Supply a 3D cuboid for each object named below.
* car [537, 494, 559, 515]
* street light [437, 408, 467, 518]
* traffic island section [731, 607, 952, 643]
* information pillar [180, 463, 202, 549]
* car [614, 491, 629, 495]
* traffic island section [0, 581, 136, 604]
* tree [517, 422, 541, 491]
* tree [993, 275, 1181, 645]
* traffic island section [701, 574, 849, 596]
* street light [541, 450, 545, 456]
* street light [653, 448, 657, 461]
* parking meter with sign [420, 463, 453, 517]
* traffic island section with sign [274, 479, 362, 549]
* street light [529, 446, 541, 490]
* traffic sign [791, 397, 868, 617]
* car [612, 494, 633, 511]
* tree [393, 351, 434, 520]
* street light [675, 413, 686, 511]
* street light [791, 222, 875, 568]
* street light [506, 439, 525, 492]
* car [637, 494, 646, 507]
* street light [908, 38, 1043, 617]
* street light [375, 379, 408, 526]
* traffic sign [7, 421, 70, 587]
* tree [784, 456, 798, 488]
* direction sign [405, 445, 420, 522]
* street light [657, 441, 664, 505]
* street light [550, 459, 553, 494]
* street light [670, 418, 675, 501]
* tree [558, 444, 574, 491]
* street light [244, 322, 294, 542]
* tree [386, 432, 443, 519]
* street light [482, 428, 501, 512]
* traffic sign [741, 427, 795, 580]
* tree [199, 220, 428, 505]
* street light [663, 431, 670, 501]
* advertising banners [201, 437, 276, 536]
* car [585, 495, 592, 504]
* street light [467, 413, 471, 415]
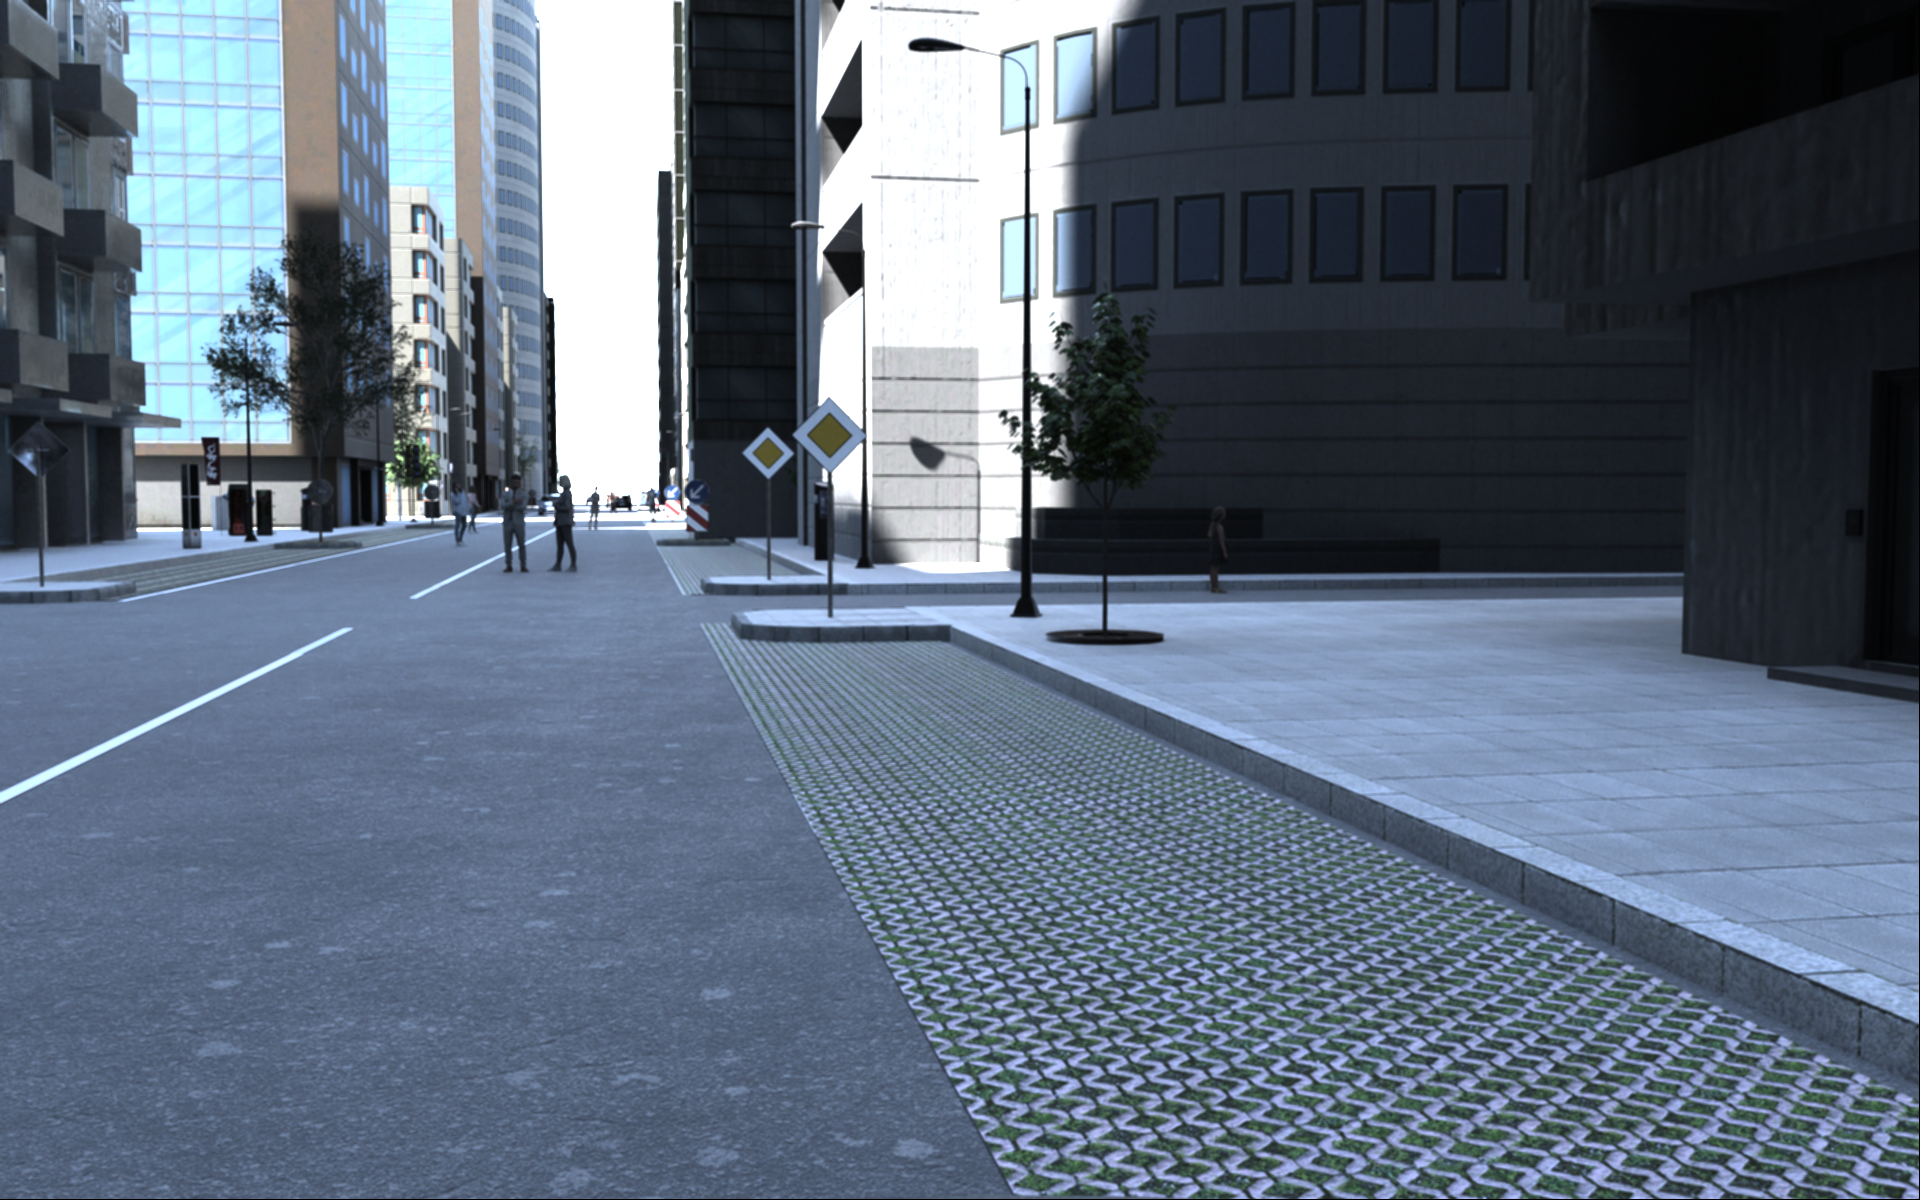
[{"bbox_3d":[-27.987,-6.534,118.828,2.014,1.417,4.499,-1,4,-11],"label":"car"},{"bbox_3d":[-27.680,-7.412,93.724,1.470,5.913,1.316,-1,4,-11],"label":"street light"},{"bbox_3d":[-1.331,0.258,18.056,2.009,0.180,2.903,-1,4,-11],"label":"traffic island section"},{"bbox_3d":[-18.138,-2.224,40.852,0.304,2.012,0.304,2,4,32],"label":"information pillar"},{"bbox_3d":[-40.991,-12.226,208.575,2.281,1.827,5.304,-1,4,-12],"label":"car"},{"bbox_3d":[-12.746,-0.106,24.011,2.009,0.180,2.903,-1,4,-11],"label":"traffic island section"},{"bbox_3d":[-43.723,-13.527,171.527,4.360,8.622,3.978,0,3,0],"label":"tree"},{"bbox_3d":[1.366,-1.262,15.239,1.663,3.219,1.824,0,3,0],"label":"tree"},{"bbox_3d":[-2.834,-0.221,25.899,2.009,0.180,2.903,-1,4,-11],"label":"traffic island section"},{"bbox_3d":[-44.188,-12.711,180.360,1.470,5.913,1.316,-1,4,-11],"label":"street light"},{"bbox_3d":[-31.877,-13.026,185.517,1.470,5.913,1.316,-1,4,-11],"label":"street light"},{"bbox_3d":[-29.403,-6.175,97.218,1.738,3.016,0.543,0,4,3],"label":"parking meter with sign"},{"bbox_3d":[-16.964,-2.278,45.880,1.989,1.847,2.006,-1,4,-11],"label":"traffic island section with sign"},{"bbox_3d":[-41.998,-12.016,168.995,1.470,5.913,1.316,-1,4,-11],"label":"street light"},{"bbox_3d":[-1.353,-0.877,17.974,0.795,2.450,0.064,-1,4,-11],"label":"traffic sign"},{"bbox_3d":[-29.805,-8.727,152.479,2.009,1.686,4.222,-1,4,-12],"label":"car"},{"bbox_3d":[-27.445,-8.186,84.197,4.360,8.622,3.978,0,3,0],"label":"tree"},{"bbox_3d":[-15.502,-7.788,99.876,1.470,5.913,1.316,-1,4,-11],"label":"street light"},{"bbox_3d":[-2.184,-3.502,29.795,1.470,5.913,1.316,-1,4,-11],"label":"street light"},{"bbox_3d":[-37.487,-10.575,145.440,1.470,5.913,1.316,-1,4,-11],"label":"street light"},{"bbox_3d":[-34.259,-10.832,189.105,2.014,1.417,4.499,-1,4,-12],"label":"car"},{"bbox_3d":[0.164,-2.775,17.908,1.470,5.913,1.316,-1,4,-11],"label":"street light"},{"bbox_3d":[-22.827,-5.939,69.651,1.470,5.913,1.316,-1,4,-11],"label":"street light"},{"bbox_3d":[-12.725,-1.242,23.954,0.795,2.450,0.064,-1,4,-11],"label":"traffic sign"},{"bbox_3d":[-3.926,-3.337,49.161,1.663,3.219,1.824,0,3,0],"label":"tree"},{"bbox_3d":[-25.143,-5.358,79.596,0.379,3.537,0.876,2,4,23],"label":"direction sign"},{"bbox_3d":[-25.533,-10.958,151.708,1.470,5.913,1.316,-1,4,-11],"label":"street light"},{"bbox_3d":[-48.575,-14.110,203.233,1.470,5.913,1.316,-1,4,-11],"label":"street light"},{"bbox_3d":[-16.611,-8.100,104.976,1.470,5.913,1.316,-1,4,-11],"label":"street light"},{"bbox_3d":[-58.989,-18.610,254.636,4.360,8.622,3.978,0,3,0],"label":"tree"},{"bbox_3d":[-18.634,-4.538,46.741,1.470,5.913,1.316,-1,4,-11],"label":"street light"},{"bbox_3d":[-28.355,-6.445,89.085,4.285,4.588,4.351,0,3,0],"label":"tree"},{"bbox_3d":[-33.174,-9.175,122.553,1.470,5.913,1.316,-1,4,-11],"label":"street light"},{"bbox_3d":[-2.855,-1.356,25.817,0.795,2.450,0.064,-1,4,-11],"label":"traffic sign"},{"bbox_3d":[-22.428,-7.683,60.028,8.767,10.594,7.601,0,4,6],"label":"tree"},{"bbox_3d":[-20.975,-9.520,128.186,1.470,5.913,1.316,-1,4,-11],"label":"street light"},{"bbox_3d":[-22.220,-3.496,53.340,2.074,3.025,0.090,-1,4,-15],"label":"advertising banners"},{"bbox_3d":[-51.939,-14.181,244.432,1.945,1.354,3.894,-1,4,-9],"label":"car"},{"bbox_3d":[-28.681,-7.745,99.172,1.470,5.913,1.316,-1,4,-11],"label":"street light"}]
